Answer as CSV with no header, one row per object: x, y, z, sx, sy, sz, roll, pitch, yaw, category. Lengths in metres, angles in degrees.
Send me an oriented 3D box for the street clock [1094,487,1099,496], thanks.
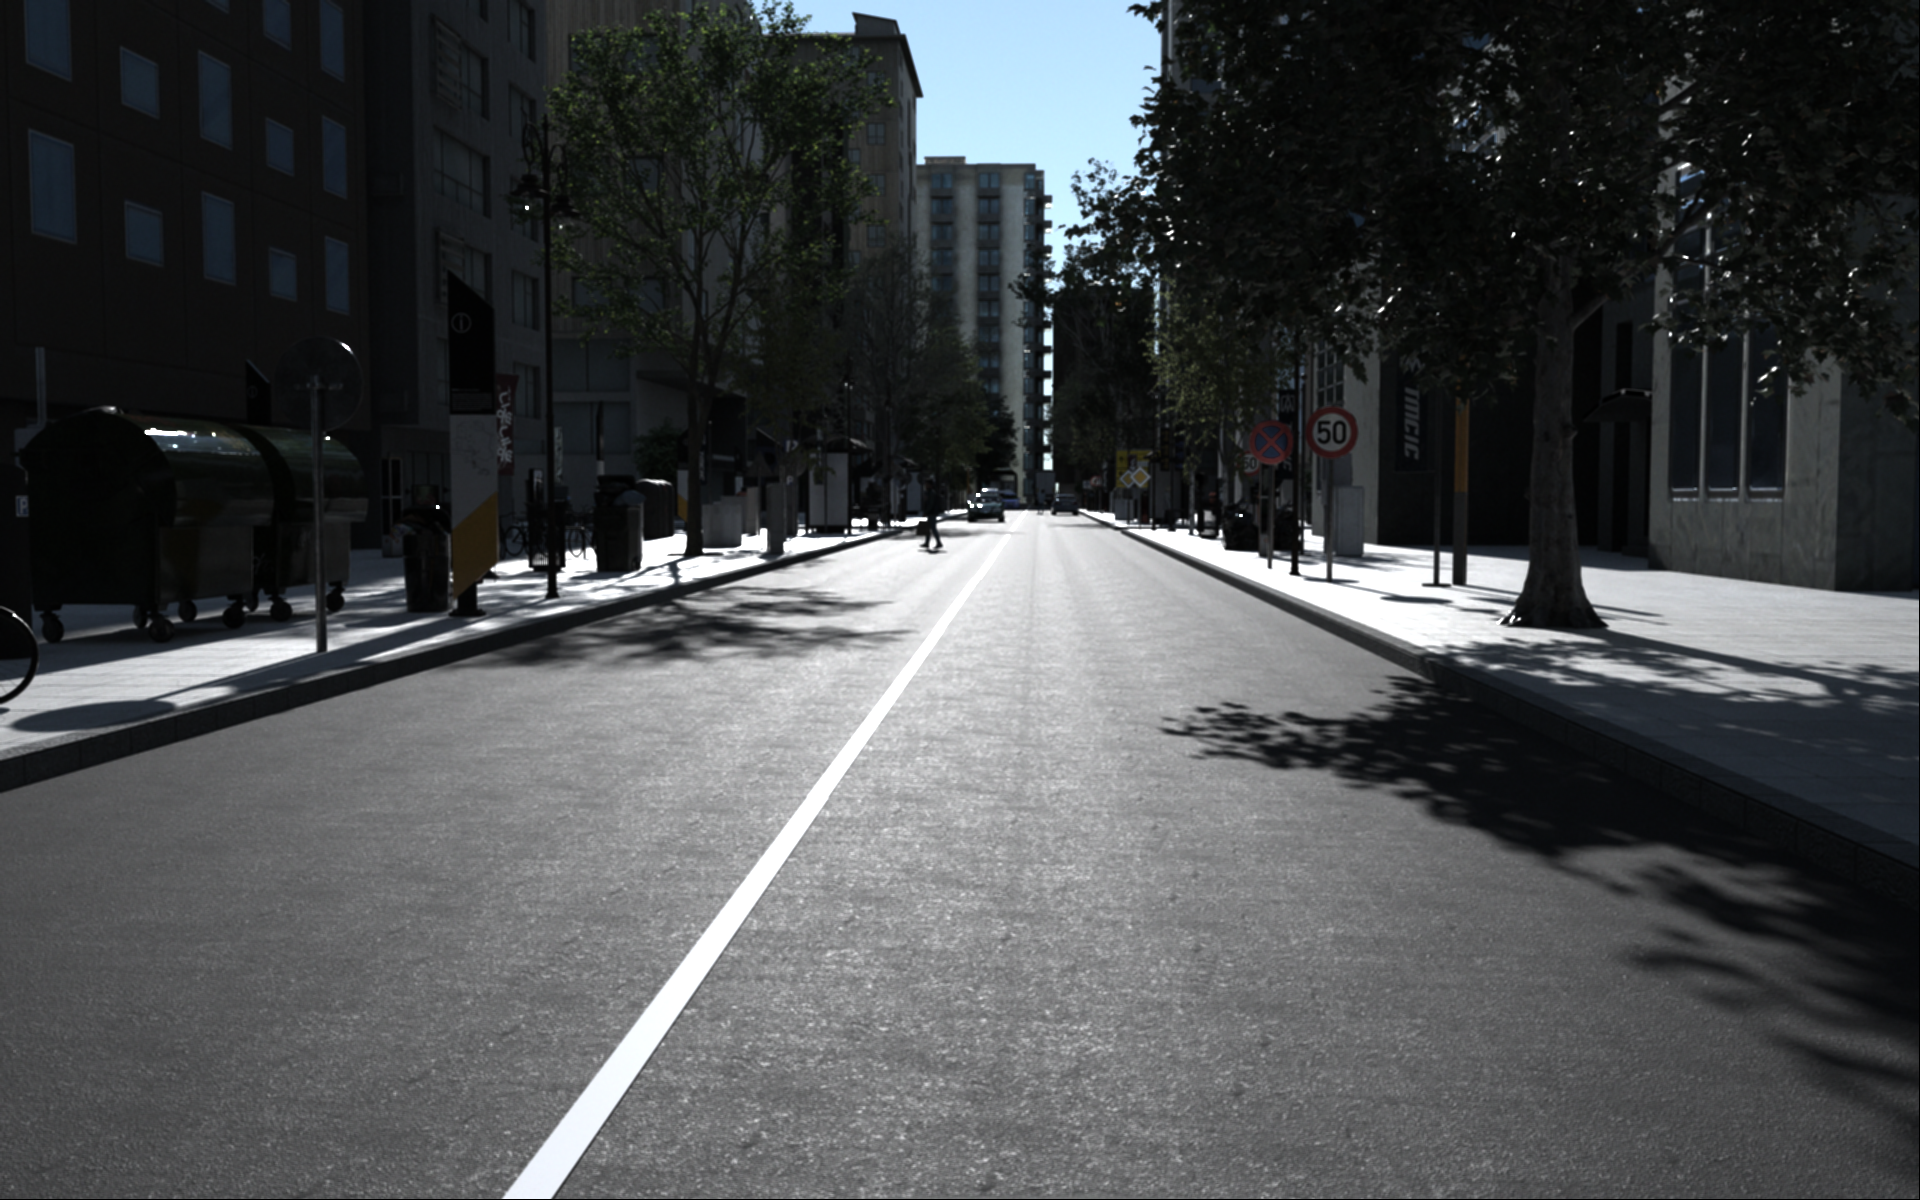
11.359,-8.538,144.167,0.358,2.002,0.471,-2,4,-31,street clock

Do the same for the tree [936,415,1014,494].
0.728,-14.906,178.118,7.601,10.594,8.767,1,4,12,tree

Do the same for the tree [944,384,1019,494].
2.295,-17.512,192.974,9.857,13.997,8.962,0,3,0,tree

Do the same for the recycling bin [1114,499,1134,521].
7.993,-4.389,84.309,0.722,1.027,0.722,3,5,39,recycling bin

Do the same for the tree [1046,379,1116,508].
11.337,-14.077,155.918,9.928,11.665,9.643,0,3,0,tree

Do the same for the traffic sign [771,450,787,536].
-5.189,-3.150,51.506,0.884,2.594,0.081,1,4,12,traffic sign

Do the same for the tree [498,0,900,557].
-5.357,-6.725,35.702,9.928,11.665,9.643,0,3,0,tree

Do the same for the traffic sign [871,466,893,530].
-2.780,-3.573,62.055,0.795,2.450,0.064,0,4,3,traffic sign

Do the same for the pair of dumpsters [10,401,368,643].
-7.330,-0.879,16.872,1.574,2.255,4.437,0,4,2,pair of dumpsters

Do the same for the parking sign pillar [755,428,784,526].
-7.690,-5.037,70.823,1.447,3.967,1.447,0,4,4,parking sign pillar

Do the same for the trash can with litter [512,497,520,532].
-15.845,-2.880,58.143,2.233,1.210,1.678,0,4,7,trash can with litter

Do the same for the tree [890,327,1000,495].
-1.208,-12.105,116.046,7.486,12.596,7.792,0,3,0,tree

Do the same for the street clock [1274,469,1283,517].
9.277,-2.845,51.094,0.471,2.002,0.358,-1,4,-15,street clock

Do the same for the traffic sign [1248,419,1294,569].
5.326,-1.810,29.699,0.768,2.556,0.104,1,4,9,traffic sign

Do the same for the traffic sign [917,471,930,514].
-2.044,-5.922,96.934,0.768,2.556,0.104,0,4,7,traffic sign

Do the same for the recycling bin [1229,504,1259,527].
7.302,-1.920,43.939,0.722,1.027,0.722,3,5,39,recycling bin

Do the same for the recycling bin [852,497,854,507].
-8.207,-7.450,134.359,0.722,1.027,0.722,2,4,26,recycling bin

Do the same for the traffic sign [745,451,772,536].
-6.067,-3.204,52.386,0.884,2.594,0.081,0,4,7,traffic sign

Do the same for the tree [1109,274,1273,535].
7.552,-6.380,54.668,4.360,8.622,3.978,0,3,0,tree

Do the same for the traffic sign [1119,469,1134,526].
6.766,-4.034,69.597,0.795,2.450,0.064,0,4,3,traffic sign

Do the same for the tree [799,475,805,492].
-7.844,-5.979,92.354,1.663,3.219,1.824,0,3,0,tree

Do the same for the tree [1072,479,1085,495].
15.344,-13.875,221.450,1.663,3.219,1.824,0,3,0,tree

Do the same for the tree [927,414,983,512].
-0.632,-10.651,124.512,4.737,8.622,4.395,0,3,0,tree

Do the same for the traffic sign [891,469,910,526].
-2.418,-4.061,70.032,0.795,2.450,0.064,0,4,3,traffic sign

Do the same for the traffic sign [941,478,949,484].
-1.244,-8.364,136.865,0.768,2.556,0.104,1,4,9,traffic sign

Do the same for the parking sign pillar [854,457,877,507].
-6.983,-8.339,124.821,1.447,3.967,1.447,0,4,5,parking sign pillar

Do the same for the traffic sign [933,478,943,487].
-1.687,-7.857,128.466,0.884,2.594,0.081,1,4,11,traffic sign

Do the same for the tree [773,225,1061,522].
-3.277,-10.280,78.448,12.009,13.543,11.850,0,3,0,tree

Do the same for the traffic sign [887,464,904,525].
-2.729,-4.441,72.721,0.768,2.556,0.104,0,4,4,traffic sign

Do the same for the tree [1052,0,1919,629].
5.685,-6.092,16.608,9.611,12.733,9.660,0,3,0,tree

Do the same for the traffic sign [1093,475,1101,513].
9.303,-7.061,115.456,0.884,2.594,0.081,1,4,12,traffic sign

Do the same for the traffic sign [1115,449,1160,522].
8.203,-5.196,78.834,2.265,3.308,0.079,0,4,4,traffic sign

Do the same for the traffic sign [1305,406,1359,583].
5.353,-1.524,25.029,0.768,2.556,0.104,0,4,4,traffic sign

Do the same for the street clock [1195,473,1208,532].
8.232,-3.345,59.260,0.358,2.002,0.471,-3,5,-43,street clock

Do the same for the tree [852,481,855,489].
-7.170,-6.841,106.455,1.663,3.219,1.824,0,3,0,tree

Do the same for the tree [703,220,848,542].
-4.800,-5.865,46.249,4.737,8.622,4.395,0,3,0,tree

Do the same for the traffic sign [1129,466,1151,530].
6.404,-3.546,61.620,0.795,2.450,0.064,0,4,3,traffic sign

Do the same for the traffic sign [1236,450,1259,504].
8.351,-3.055,50.052,0.768,2.556,0.104,0,4,8,traffic sign

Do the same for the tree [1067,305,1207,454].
8.755,-9.278,86.100,7.601,10.594,8.767,-2,4,-25,tree

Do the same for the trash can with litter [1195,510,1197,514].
14.738,-6.269,113.563,2.233,1.210,1.678,0,4,4,trash can with litter

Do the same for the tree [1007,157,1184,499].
8.049,-14.963,100.542,12.611,20.169,13.585,0,3,0,tree

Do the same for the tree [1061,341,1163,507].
11.229,-13.819,136.303,12.009,13.543,11.850,0,3,0,tree

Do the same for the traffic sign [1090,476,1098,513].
9.321,-7.272,119.007,0.768,2.556,0.104,0,4,4,traffic sign

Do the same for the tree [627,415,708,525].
-12.287,-5.420,72.326,4.285,4.588,4.351,0,3,0,tree

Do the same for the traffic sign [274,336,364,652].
-5.188,-0.850,14.004,0.768,2.556,0.104,0,4,8,traffic sign

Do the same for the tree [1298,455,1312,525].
14.983,-4.727,71.883,1.663,3.219,1.824,0,3,0,tree

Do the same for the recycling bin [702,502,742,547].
-5.852,-1.838,42.603,0.722,1.027,0.722,3,4,37,recycling bin

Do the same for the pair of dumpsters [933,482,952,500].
-1.493,-8.059,134.262,1.574,2.255,4.437,0,4,3,pair of dumpsters

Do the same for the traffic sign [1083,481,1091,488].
9.633,-7.906,131.393,0.606,2.300,0.079,0,4,7,traffic sign

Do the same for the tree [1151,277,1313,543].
7.169,-5.792,45.056,4.737,8.622,4.395,0,3,0,tree

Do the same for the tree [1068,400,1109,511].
10.168,-10.905,128.657,4.360,8.622,3.978,0,3,0,tree

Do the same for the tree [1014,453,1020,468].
3.387,-17.325,217.667,8.767,10.594,7.601,0,4,2,tree

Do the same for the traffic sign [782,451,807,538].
-4.859,-3.093,50.679,0.768,2.556,0.104,0,4,4,traffic sign

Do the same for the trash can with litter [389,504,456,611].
-5.904,-0.475,19.147,0.624,1.170,1.055,-1,4,-8,trash can with litter

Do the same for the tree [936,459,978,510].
-0.084,-10.232,151.009,4.285,4.588,4.351,0,3,0,tree

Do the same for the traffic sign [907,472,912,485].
-3.037,-5.881,96.262,0.768,2.556,0.104,0,4,4,traffic sign
